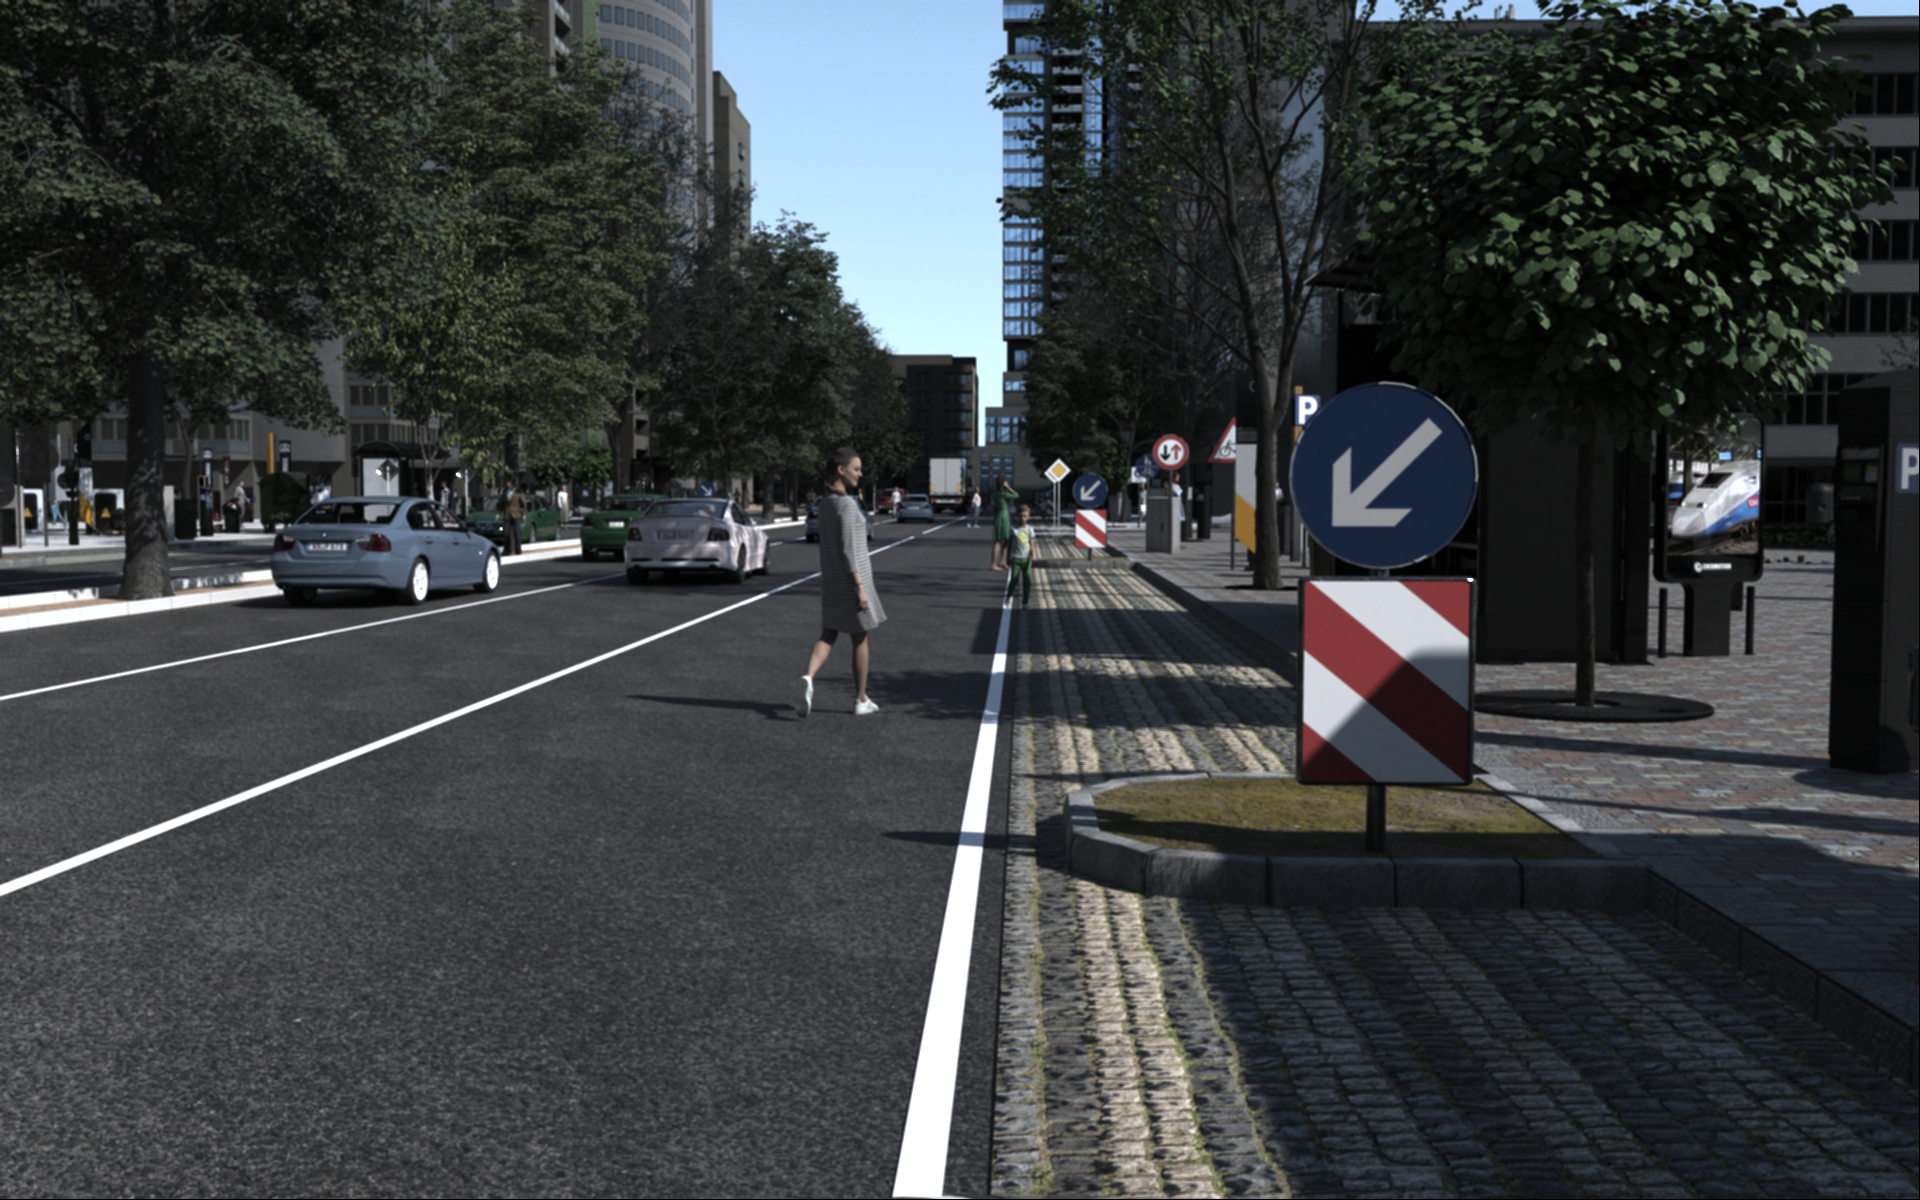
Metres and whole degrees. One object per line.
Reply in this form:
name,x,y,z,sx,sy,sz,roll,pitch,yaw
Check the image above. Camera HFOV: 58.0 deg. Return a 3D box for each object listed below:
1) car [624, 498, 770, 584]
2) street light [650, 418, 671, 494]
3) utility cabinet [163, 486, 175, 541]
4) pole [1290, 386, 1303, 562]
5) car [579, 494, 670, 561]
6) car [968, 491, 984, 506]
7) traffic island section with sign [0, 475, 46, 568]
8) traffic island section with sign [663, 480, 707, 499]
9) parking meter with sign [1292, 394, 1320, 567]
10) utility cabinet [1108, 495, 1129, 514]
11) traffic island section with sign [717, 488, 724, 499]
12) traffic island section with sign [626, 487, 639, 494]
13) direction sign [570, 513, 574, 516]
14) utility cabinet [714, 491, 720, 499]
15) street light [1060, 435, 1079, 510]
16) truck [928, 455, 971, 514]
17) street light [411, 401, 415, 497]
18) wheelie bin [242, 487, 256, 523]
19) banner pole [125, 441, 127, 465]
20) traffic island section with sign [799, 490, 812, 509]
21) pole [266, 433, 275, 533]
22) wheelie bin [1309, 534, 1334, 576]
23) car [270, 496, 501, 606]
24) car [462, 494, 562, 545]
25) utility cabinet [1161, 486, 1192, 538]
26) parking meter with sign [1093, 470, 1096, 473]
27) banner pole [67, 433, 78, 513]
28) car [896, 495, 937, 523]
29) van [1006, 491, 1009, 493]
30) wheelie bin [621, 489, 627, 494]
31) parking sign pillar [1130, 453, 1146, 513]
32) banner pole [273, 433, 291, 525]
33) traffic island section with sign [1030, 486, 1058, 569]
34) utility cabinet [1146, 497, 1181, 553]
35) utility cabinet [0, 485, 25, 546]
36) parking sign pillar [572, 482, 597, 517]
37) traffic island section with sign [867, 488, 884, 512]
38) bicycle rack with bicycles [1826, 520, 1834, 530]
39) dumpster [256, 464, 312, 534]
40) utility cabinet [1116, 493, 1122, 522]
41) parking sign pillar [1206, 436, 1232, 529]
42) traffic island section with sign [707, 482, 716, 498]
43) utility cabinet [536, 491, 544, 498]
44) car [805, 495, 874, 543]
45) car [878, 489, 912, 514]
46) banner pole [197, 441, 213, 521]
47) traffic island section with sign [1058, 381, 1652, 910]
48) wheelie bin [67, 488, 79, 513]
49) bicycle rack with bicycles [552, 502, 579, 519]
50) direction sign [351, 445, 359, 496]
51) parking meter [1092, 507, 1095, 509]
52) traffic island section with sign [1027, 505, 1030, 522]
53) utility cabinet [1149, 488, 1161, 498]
car,-4.352,-1.023,29.082,2.083,1.381,4.827,0,4,2
street light,-18.370,-8.157,105.904,1.470,5.913,1.316,0,4,2
utility cabinet,-21.853,-2.326,46.705,1.173,1.500,0.318,-3,4,-36
pole,6.374,-2.385,32.843,0.158,3.312,0.155,0,3,0
car,-7.060,-1.618,38.251,2.131,1.459,4.920,0,4,2
car,1.715,-11.947,204.007,2.281,1.827,5.304,0,4,2
traffic island section with sign,-19.299,-1.564,34.198,1.989,1.847,2.006,0,4,2
traffic island section with sign,-9.550,-2.975,56.784,2.006,1.907,1.989,0,4,2
parking meter with sign,6.441,-2.048,29.741,0.543,3.016,1.738,-2,4,-26
utility cabinet,8.041,-4.686,87.772,1.020,1.237,0.306,0,4,-6
traffic island section with sign,-16.207,-6.676,117.783,1.989,1.847,2.006,0,4,2
traffic island section with sign,-17.196,-5.017,90.659,1.989,1.847,2.006,0,4,2
direction sign,-23.130,-6.824,103.565,0.379,3.537,0.876,3,4,38
utility cabinet,-18.356,-7.581,132.635,1.173,1.500,0.318,1,4,14
street light,6.177,-7.694,98.344,1.470,5.913,1.316,0,4,2
truck,-0.766,-8.572,129.071,2.839,4.237,11.283,0,4,3
street light,-19.909,-5.635,64.680,1.470,5.913,1.316,0,4,2
wheelie bin,-32.202,-4.288,78.012,0.980,1.594,0.693,-1,4,-17
banner pole,-38.733,-5.558,80.885,0.401,3.779,0.863,0,4,7
traffic island section with sign,-14.384,-9.679,166.875,1.989,1.847,2.006,0,4,2
pole,-22.972,-3.907,57.724,0.158,3.312,0.155,0,3,0
wheelie bin,5.609,-1.128,26.354,0.693,1.594,0.980,0,4,5
car,-7.715,-0.709,23.602,2.014,1.417,4.499,0,4,4
car,-12.175,-2.165,47.198,2.131,1.459,4.920,0,4,0
utility cabinet,6.309,-2.533,50.093,0.318,1.500,1.173,-1,4,-22
parking meter with sign,9.450,-7.578,120.169,0.543,3.016,1.738,0,4,4
banner pole,-36.250,-4.957,71.060,0.863,3.779,0.401,-1,4,-13
car,-2.181,-4.507,85.694,2.014,1.417,4.499,0,4,1
van,5.082,-11.971,202.741,2.013,2.044,4.112,0,4,3
wheelie bin,-21.908,-6.408,112.672,0.980,1.594,0.693,0,4,-5
parking sign pillar,11.978,-7.774,115.581,1.447,3.967,1.447,-3,5,-41
banner pole,-27.840,-4.958,71.078,0.863,3.779,0.401,0,4,-5
traffic island section with sign,2.411,-1.542,33.839,1.989,1.847,2.006,0,4,2
utility cabinet,4.476,-1.656,38.231,0.306,1.237,1.020,-2,4,-26
utility cabinet,-23.549,-2.064,42.430,1.173,1.500,0.318,0,4,7
parking sign pillar,-21.251,-6.697,97.965,1.447,3.967,1.447,-2,4,-27
traffic island section with sign,-6.487,-8.021,139.273,2.006,1.907,1.989,0,4,2
bicycle rack with bicycles,24.751,-1.960,45.434,2.852,0.926,2.925,-2,4,-27
dumpster,-21.782,-3.291,56.305,1.502,2.255,1.985,0,4,2
utility cabinet,7.246,-4.256,78.261,0.318,1.500,1.173,0,4,1
parking sign pillar,9.701,-4.597,63.626,1.447,3.967,1.447,-2,4,-25
traffic island section with sign,-9.266,-3.428,64.186,2.006,1.907,1.989,0,4,2
utility cabinet,-28.600,-6.690,118.061,0.318,1.500,1.173,0,4,1
car,-3.627,-2.462,52.262,2.014,1.417,4.499,0,4,2
car,-4.622,-7.059,124.086,2.281,1.827,5.304,0,4,4
banner pole,-36.015,-5.666,82.657,0.401,3.779,0.863,2,4,33
traffic island section with sign,1.419,0.106,6.902,1.989,1.847,2.006,0,4,2
wheelie bin,-43.232,-4.673,84.313,0.980,1.594,0.693,-1,4,-13
bicycle rack with bicycles,-21.282,-4.727,90.664,2.925,0.926,2.852,-2,4,-29
direction sign,-27.966,-5.391,80.132,0.379,3.537,0.876,0,4,-2
parking meter,6.762,-4.942,86.508,0.399,1.863,0.255,1,4,10
traffic island section with sign,4.464,-4.911,88.925,1.989,1.847,2.006,0,4,2
utility cabinet,7.820,-3.558,66.845,0.318,1.500,1.173,-3,4,-36
